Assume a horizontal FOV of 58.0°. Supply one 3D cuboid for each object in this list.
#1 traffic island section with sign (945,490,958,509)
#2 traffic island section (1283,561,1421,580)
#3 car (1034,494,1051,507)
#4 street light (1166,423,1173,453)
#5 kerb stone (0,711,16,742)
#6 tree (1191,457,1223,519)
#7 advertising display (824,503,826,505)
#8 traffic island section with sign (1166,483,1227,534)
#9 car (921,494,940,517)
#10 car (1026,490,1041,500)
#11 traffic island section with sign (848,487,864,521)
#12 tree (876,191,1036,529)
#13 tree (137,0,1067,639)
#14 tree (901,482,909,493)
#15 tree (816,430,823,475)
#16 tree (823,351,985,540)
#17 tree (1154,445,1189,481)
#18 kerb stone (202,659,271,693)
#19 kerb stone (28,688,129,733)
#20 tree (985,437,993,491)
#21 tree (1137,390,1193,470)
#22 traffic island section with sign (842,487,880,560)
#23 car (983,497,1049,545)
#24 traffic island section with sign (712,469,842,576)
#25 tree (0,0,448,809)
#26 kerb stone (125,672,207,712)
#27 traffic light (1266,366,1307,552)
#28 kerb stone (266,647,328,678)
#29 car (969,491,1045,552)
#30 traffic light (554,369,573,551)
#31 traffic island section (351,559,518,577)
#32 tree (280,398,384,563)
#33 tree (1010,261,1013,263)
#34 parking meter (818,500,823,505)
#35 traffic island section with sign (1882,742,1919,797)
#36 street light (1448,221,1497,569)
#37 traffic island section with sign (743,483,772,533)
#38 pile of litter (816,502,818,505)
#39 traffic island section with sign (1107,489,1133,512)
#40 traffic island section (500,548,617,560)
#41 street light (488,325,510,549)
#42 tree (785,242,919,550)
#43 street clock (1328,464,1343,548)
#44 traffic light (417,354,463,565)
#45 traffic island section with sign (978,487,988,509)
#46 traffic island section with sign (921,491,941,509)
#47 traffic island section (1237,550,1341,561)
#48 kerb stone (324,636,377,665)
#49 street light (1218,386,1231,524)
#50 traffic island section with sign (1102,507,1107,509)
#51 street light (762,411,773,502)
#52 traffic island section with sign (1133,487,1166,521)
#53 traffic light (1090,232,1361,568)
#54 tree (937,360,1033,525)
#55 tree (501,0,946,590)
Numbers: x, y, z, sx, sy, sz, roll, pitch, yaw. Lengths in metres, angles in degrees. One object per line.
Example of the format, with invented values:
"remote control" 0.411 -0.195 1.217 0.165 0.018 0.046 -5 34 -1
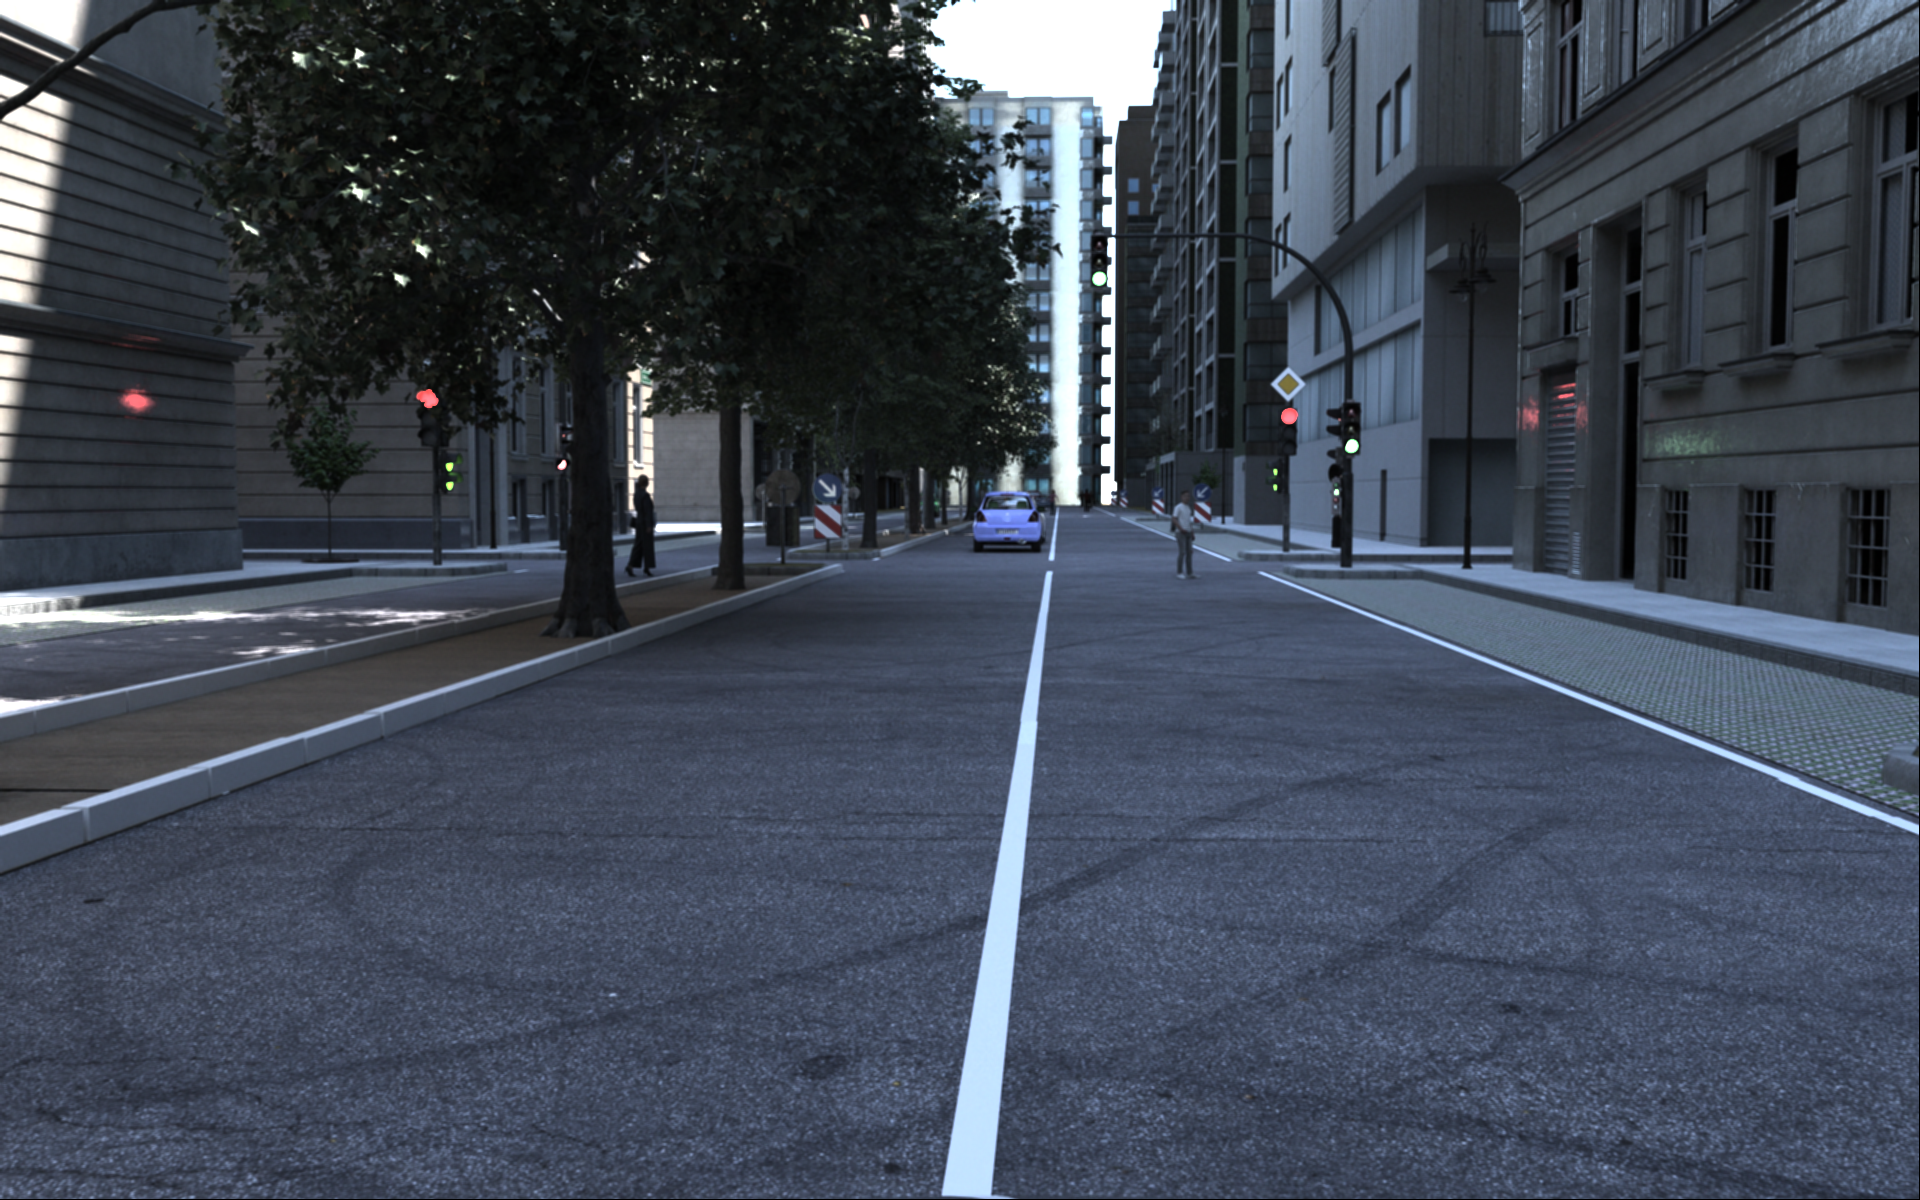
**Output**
"traffic island section with sign" -1.192 -9.789 168.679 1.989 1.847 2.006 0 4 3
"traffic island section" 6.771 -0.491 30.317 2.009 0.180 2.903 0 4 3
"car" 7.979 -9.320 164.379 2.014 1.417 4.499 0 4 3
"street light" 13.554 -8.525 112.174 0.468 5.910 1.993 0 4 3
"kerb stone" -5.573 0.760 9.762 0.120 0.150 1.000 0 4 3
"tree" 12.794 -5.868 90.545 1.663 3.219 1.824 0 3 0
"advertising display" -7.302 -5.453 94.373 0.123 1.923 0.974 -1 4 -11
"traffic island section with sign" 8.691 -3.346 63.342 1.989 1.847 2.006 0 4 3
"car" -2.178 -6.032 107.425 1.959 1.807 4.718 0 4 2
"car" 7.694 -10.558 181.299 2.281 1.827 5.304 0 4 2
"traffic island section with sign" -5.616 -5.100 92.017 1.989 1.847 2.006 0 4 3
"tree" -1.343 -9.882 70.683 9.857 13.997 8.962 0 3 0
"tree" -3.742 -5.986 17.331 9.611 12.733 9.660 0 3 0
"tree" -4.524 -10.261 162.375 1.663 3.219 1.824 0 3 0
"tree" -7.895 -9.833 111.127 4.737 8.622 4.395 0 3 0
"tree" -1.610 -6.122 52.918 4.737 8.622 4.395 0 3 0
"tree" 14.619 -8.079 115.810 4.285 4.588 4.351 0 3 0
"kerb stone" -5.412 0.575 12.829 0.120 0.150 1.000 0 4 3
"kerb stone" -5.517 0.698 10.787 0.120 0.150 1.000 0 4 3
"tree" 0.067 -8.180 86.564 4.737 8.622 4.395 0 3 0
"tree" 14.532 -10.411 120.588 4.360 8.622 3.978 0 3 0
"traffic island section with sign" -2.852 -1.859 38.528 2.006 1.907 1.989 0 4 3
"car" 1.538 -2.339 50.612 2.083 1.381 4.827 0 4 4
"traffic island section with sign" -3.288 -1.407 31.133 2.006 1.907 1.989 0 4 3
"tree" -4.812 -4.853 7.557 9.928 11.665 9.643 0 3 0
"kerb stone" -5.460 0.635 11.808 0.120 0.150 1.000 0 4 3
"traffic light" 7.191 -3.013 38.177 0.839 4.253 0.868 0 4 3
"kerb stone" -5.348 0.514 13.849 0.120 0.150 1.000 0 4 3
"car" 1.197 -2.097 43.874 1.945 1.707 3.694 0 4 1
"traffic light" -6.851 -3.935 39.003 4.771 5.953 1.251 0 4 3
"traffic island section" -9.443 -0.549 31.253 2.009 0.180 2.903 0 4 3
"tree" -12.001 -2.324 32.595 1.663 3.219 1.824 0 3 0
"tree" -2.481 -7.667 45.947 7.486 12.596 7.792 0 3 0
"parking meter" -9.101 -6.411 113.236 0.372 1.533 0.369 0 3 0
"traffic island section with sign" 5.499 0.040 7.976 1.989 1.847 2.006 0 4 3
"street light" 8.721 -3.475 29.611 0.468 5.910 1.993 0 4 3
"traffic island section with sign" -7.231 -3.372 63.768 1.989 1.847 2.006 0 4 3
"pile of litter" -9.265 -5.863 109.817 1.719 0.858 1.176 1 4 14
"traffic island section with sign" 13.100 -8.038 140.047 1.989 1.847 2.006 0 4 3
"traffic island section" -8.984 -1.036 39.224 2.009 0.180 2.903 0 4 3
"street light" -10.943 -4.138 40.445 0.468 5.910 1.993 0 4 3
"tree" -2.659 -5.336 40.055 4.360 8.622 3.978 0 3 0
"street clock" 9.011 -2.249 41.344 0.358 2.002 0.471 -1 4 -22
"traffic light" -9.404 -2.581 31.116 0.839 4.253 0.868 0 4 3
"traffic island section with sign" 1.462 -6.447 113.543 2.006 1.907 1.989 0 4 3
"traffic island section with sign" -2.795 -8.084 140.797 1.989 1.847 2.006 0 4 3
"traffic island section" 7.230 -0.979 38.289 2.009 0.180 2.903 0 4 3
"kerb stone" -5.283 0.450 14.869 0.120 0.150 1.000 0 4 3
"street light" 11.287 -6.195 74.076 0.468 5.910 1.993 0 4 3
"traffic island section with sign" 14.664 -9.689 167.047 1.989 1.847 2.006 0 4 3
"street light" -8.731 -6.483 78.793 0.468 5.910 1.993 0 4 3
"traffic island section with sign" 10.304 -5.066 91.463 1.989 1.847 2.006 0 4 3
"traffic light" 4.638 -3.395 30.184 4.771 5.953 1.251 0 4 3
"tree" -0.676 -8.771 80.279 8.767 10.594 7.601 0 4 3
"tree" -3.510 -6.445 25.968 7.486 12.596 7.792 0 3 0
